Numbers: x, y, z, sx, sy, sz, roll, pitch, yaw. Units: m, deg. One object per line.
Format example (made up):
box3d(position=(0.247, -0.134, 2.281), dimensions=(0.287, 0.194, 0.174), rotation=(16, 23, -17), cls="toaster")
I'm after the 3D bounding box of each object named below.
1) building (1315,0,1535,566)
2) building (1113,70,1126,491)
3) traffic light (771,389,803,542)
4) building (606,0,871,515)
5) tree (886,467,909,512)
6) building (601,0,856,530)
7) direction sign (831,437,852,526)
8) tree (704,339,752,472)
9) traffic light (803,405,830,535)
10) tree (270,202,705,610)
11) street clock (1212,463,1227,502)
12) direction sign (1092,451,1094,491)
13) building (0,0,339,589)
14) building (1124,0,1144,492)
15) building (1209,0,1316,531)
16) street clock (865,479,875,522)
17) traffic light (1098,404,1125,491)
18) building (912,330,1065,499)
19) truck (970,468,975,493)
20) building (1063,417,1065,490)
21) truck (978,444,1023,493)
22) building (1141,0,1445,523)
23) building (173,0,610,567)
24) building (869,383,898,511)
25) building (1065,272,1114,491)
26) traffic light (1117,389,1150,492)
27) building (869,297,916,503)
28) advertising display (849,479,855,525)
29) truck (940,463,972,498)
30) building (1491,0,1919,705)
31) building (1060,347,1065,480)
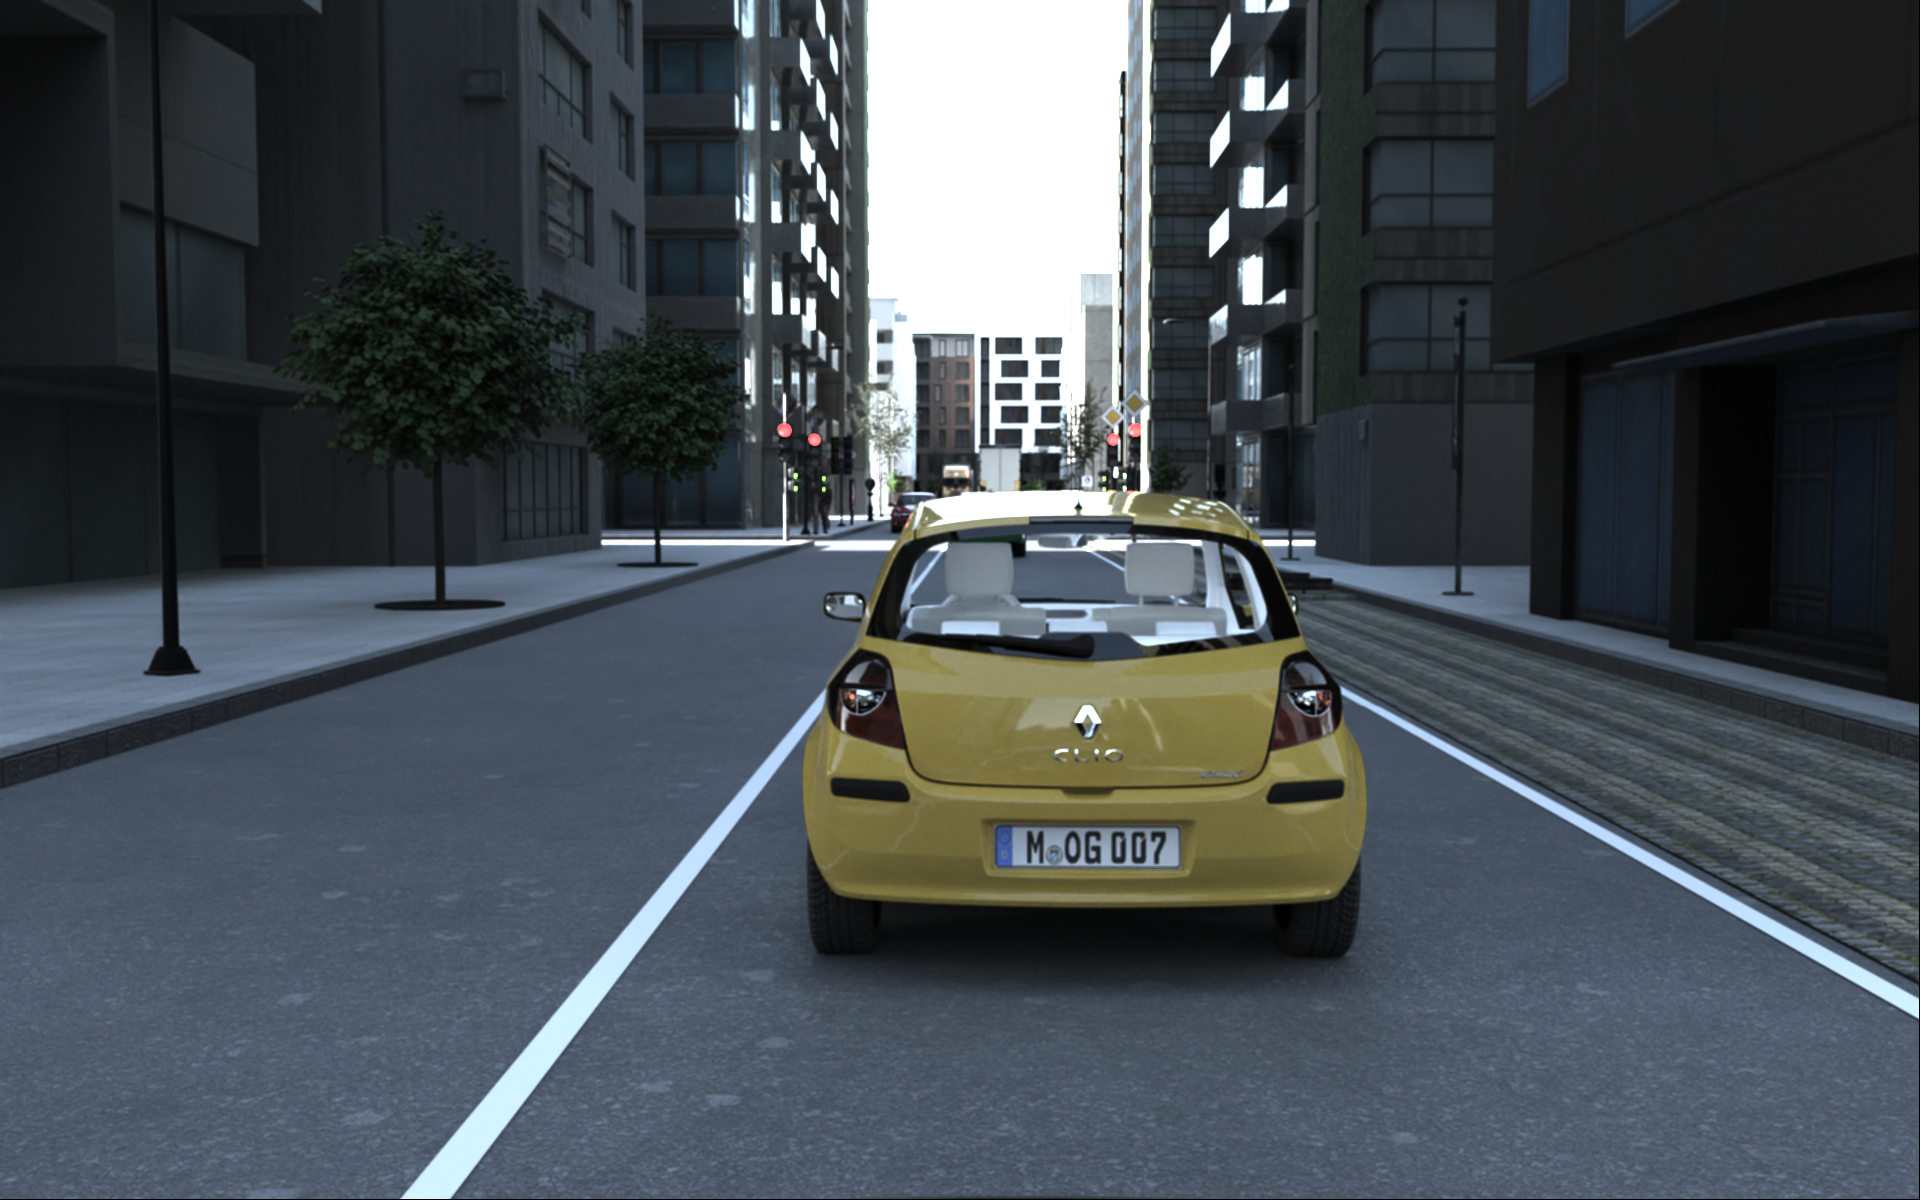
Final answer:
box3d(position=(14.412, -21.571, 36.283), dimensions=(14.154, 41.232, 14.086), rotation=(0, 4, 1), cls="building")
box3d(position=(17.664, -21.406, 121.683), dimensions=(14.160, 30.474, 14.107), rotation=(0, 4, 1), cls="building")
box3d(position=(-4.640, -3.518, 46.438), dimensions=(0.839, 4.253, 0.868), rotation=(0, 4, 1), cls="traffic light")
box3d(position=(-13.055, -25.915, 107.312), dimensions=(14.154, 41.232, 14.086), rotation=(0, 4, 1), cls="building")
box3d(position=(-4.627, -7.831, 122.638), dimensions=(1.663, 3.219, 1.824), rotation=(0, 3, 0), cls="tree")
box3d(position=(-17.018, -27.760, 73.485), dimensions=(23.786, 49.044, 30.456), rotation=(0, 4, 1), cls="building")
box3d(position=(-4.703, -4.691, 68.702), dimensions=(0.876, 3.537, 0.379), rotation=(1, 4, 17), cls="direction sign")
box3d(position=(-5.350, -2.891, 30.988), dimensions=(4.285, 4.588, 4.351), rotation=(0, 3, 0), cls="tree")
box3d(position=(-4.515, -4.006, 54.422), dimensions=(0.839, 4.253, 0.868), rotation=(0, 4, 1), cls="traffic light")
box3d(position=(-6.018, -2.201, 19.699), dimensions=(4.285, 4.588, 4.351), rotation=(0, 3, 0), cls="tree")
box3d(position=(6.108, -2.211, 40.726), dimensions=(0.358, 2.002, 0.471), rotation=(1, 4, 11), cls="street clock")
box3d(position=(6.983, -6.052, 90.944), dimensions=(0.379, 3.537, 0.876), rotation=(0, 4, 7), cls="direction sign")
box3d(position=(-23.370, -26.043, 15.041), dimensions=(28.713, 52.752, 27.495), rotation=(0, 4, 1), cls="building")
box3d(position=(17.651, -27.904, 106.341), dimensions=(14.600, 45.320, 14.200), rotation=(0, 4, 1), cls="building")
box3d(position=(25.027, -27.336, 66.552), dimensions=(30.456, 49.044, 23.786), rotation=(0, 4, 1), cls="building")
box3d(position=(-4.194, -4.676, 81.019), dimensions=(0.471, 2.002, 0.358), rotation=(3, 5, 43), cls="street clock")
box3d(position=(4.765, -3.998, 54.293), dimensions=(0.839, 4.253, 0.868), rotation=(0, 4, 1), cls="traffic light")
box3d(position=(-0.093, -23.574, 229.415), dimensions=(32.646, 21.610, 27.936), rotation=(0, 4, 1), cls="building")
box3d(position=(0.174, -12.219, 188.685), dimensions=(2.839, 4.237, 11.283), rotation=(0, 3, 0), cls="truck")
box3d(position=(15.714, -14.394, 177.489), dimensions=(9.099, 9.664, 28.070), rotation=(0, 4, 1), cls="building")
box3d(position=(2.401, -7.003, 103.410), dimensions=(2.839, 4.237, 11.283), rotation=(0, 4, 1), cls="truck")
box3d(position=(16.628, -24.981, 92.040), dimensions=(14.154, 41.232, 14.086), rotation=(0, 4, 1), cls="building")
box3d(position=(-14.443, -21.576, 36.362), dimensions=(14.086, 41.232, 14.154), rotation=(0, 4, 1), cls="building")
box3d(position=(-9.722, -12.389, 144.712), dimensions=(9.099, 9.664, 28.070), rotation=(0, 4, 1), cls="building")
box3d(position=(17.993, -17.140, 146.698), dimensions=(16.747, 18.905, 31.486), rotation=(0, 4, 1), cls="building")
box3d(position=(4.640, -3.510, 46.309), dimensions=(0.839, 4.253, 0.868), rotation=(0, 4, 1), cls="traffic light")
box3d(position=(-12.502, -18.820, 164.127), dimensions=(16.016, 20.091, 11.380), rotation=(0, 4, 1), cls="building")
box3d(position=(-4.498, -4.100, 72.242), dimensions=(0.123, 1.923, 0.974), rotation=(0, 4, 3), cls="advertising display")
box3d(position=(-0.317, -10.350, 158.131), dimensions=(2.839, 4.237, 11.283), rotation=(0, 4, 0), cls="truck")
box3d(position=(12.568, -22.039, 10.450), dimensions=(14.600, 45.320, 14.200), rotation=(0, 4, 1), cls="building")
box3d(position=(19.507, -20.843, 197.199), dimensions=(16.016, 20.091, 11.380), rotation=(0, 4, 1), cls="building")
